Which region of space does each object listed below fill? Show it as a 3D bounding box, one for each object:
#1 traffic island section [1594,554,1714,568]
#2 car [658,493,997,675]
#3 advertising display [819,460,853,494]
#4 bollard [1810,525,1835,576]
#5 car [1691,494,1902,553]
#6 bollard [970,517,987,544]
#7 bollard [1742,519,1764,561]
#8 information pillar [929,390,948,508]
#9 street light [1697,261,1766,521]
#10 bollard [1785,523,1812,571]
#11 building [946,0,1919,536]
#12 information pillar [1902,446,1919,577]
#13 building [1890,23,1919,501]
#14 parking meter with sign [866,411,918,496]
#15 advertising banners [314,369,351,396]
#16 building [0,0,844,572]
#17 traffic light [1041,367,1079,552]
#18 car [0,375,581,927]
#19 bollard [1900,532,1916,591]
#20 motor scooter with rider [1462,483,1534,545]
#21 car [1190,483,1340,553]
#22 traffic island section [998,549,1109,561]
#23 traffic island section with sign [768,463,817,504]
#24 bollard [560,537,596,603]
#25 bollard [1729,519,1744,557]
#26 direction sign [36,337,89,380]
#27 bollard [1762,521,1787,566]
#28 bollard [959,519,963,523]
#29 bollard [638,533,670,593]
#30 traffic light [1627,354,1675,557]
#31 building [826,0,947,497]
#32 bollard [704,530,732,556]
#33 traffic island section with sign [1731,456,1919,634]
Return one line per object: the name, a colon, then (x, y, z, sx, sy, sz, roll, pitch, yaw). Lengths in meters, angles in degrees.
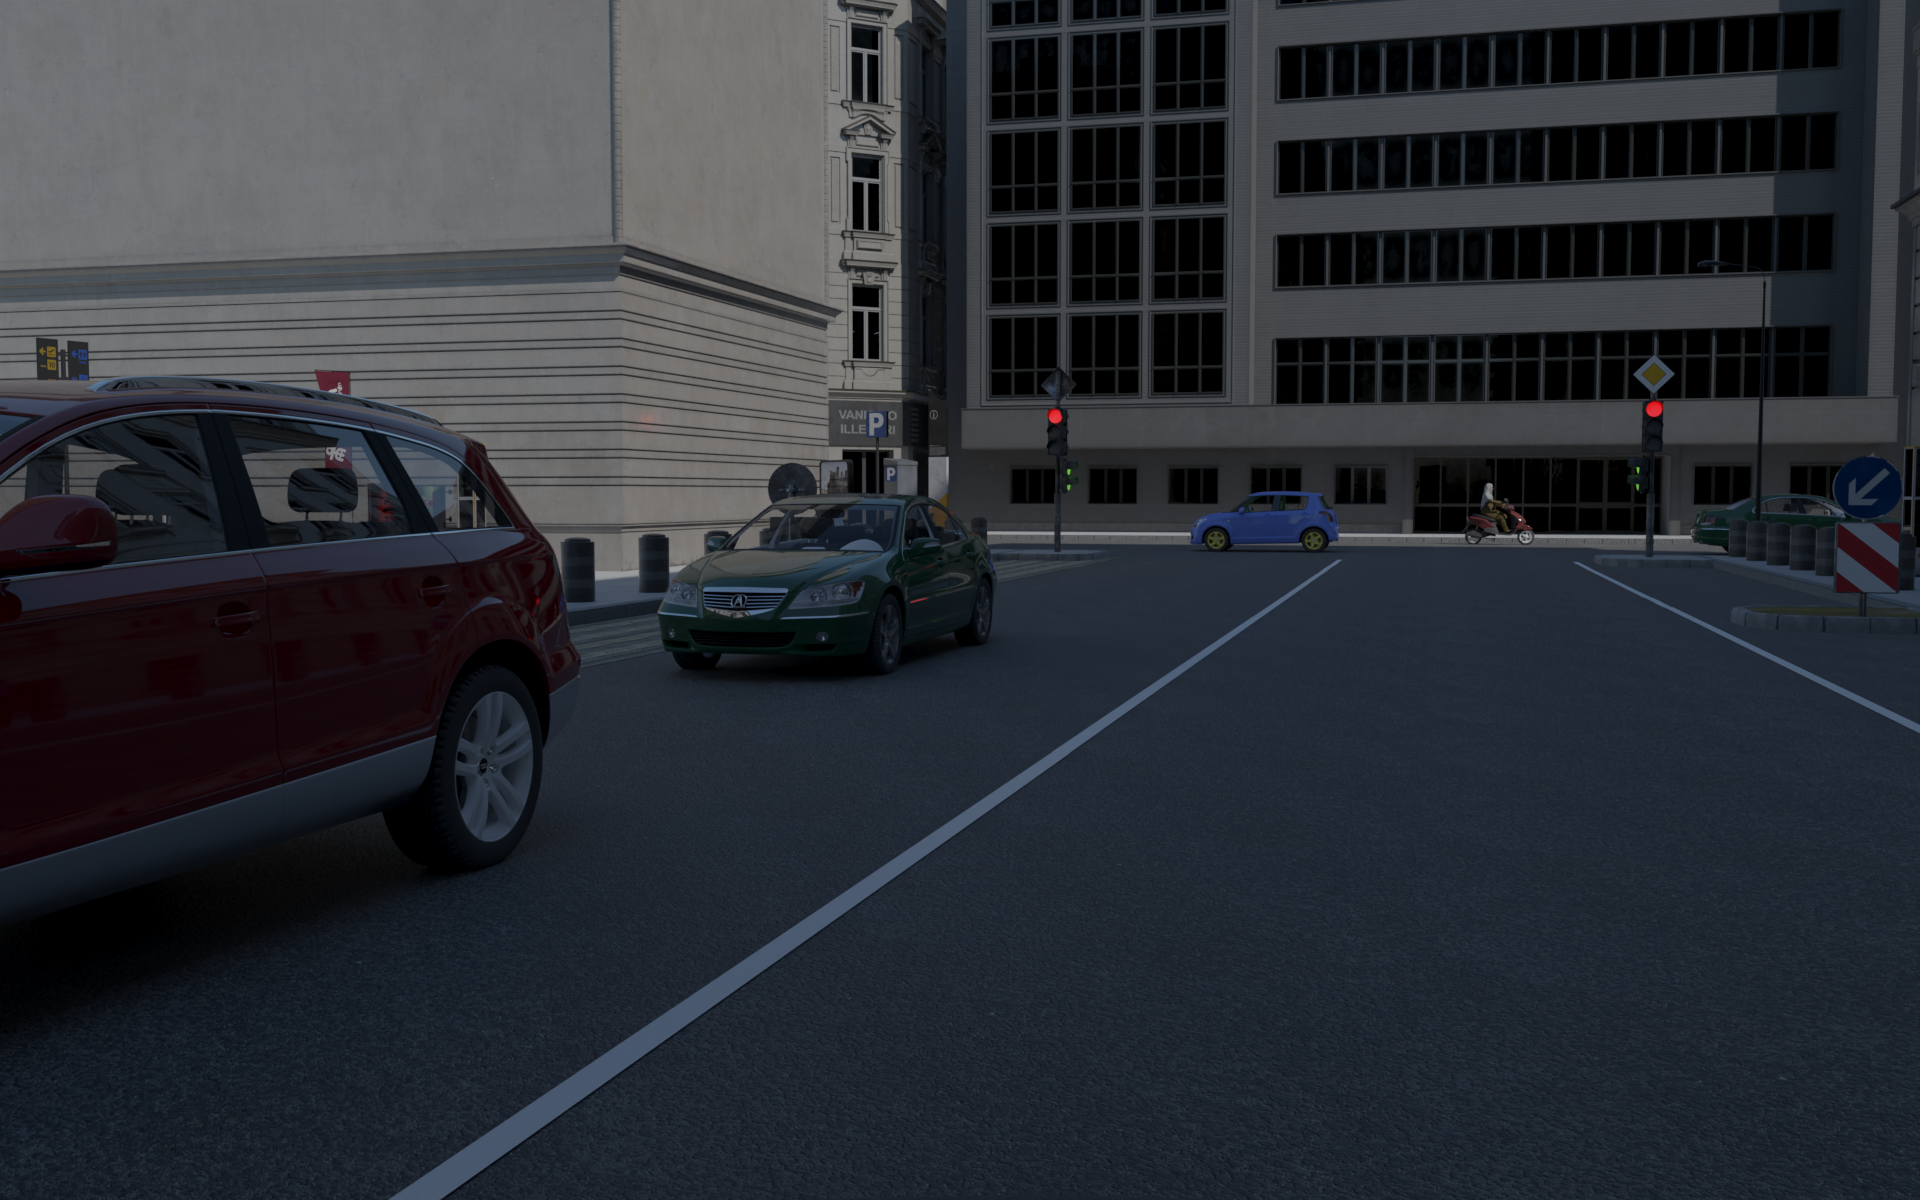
traffic island section: (13.991, -0.784, 35.103, 2.009, 0.180, 2.903, 1, 4, 15)
car: (-1.009, -0.220, 15.401, 2.131, 1.459, 4.920, 1, 4, 16)
advertising display: (-2.339, -1.684, 32.741, 0.123, 1.923, 0.974, -3, 4, -38)
bollard: (13.668, -0.764, 27.206, 0.404, 0.777, 0.398, 0, 3, 0)
car: (19.717, -1.749, 40.394, 4.920, 1.459, 2.131, 1, 4, 16)
bollard: (0.415, -1.470, 38.756, 0.404, 0.777, 0.398, 0, 3, 0)
bollard: (15.329, -1.135, 33.267, 0.404, 0.777, 0.398, 0, 3, 0)
information pillar: (-0.494, -2.906, 38.862, 0.504, 3.616, 0.183, 2, 4, 31)
street light: (15.362, -3.789, 34.483, 1.470, 5.913, 1.316, 1, 4, 15)
bollard: (14.226, -0.887, 29.221, 0.404, 0.777, 0.398, 0, 3, 0)
building: (15.361, -14.751, 60.248, 30.058, 24.678, 14.314, 1, 4, 15)
information pillar: (14.799, -1.364, 26.788, 0.304, 2.012, 0.304, 0, 4, 0)
building: (20.857, -11.183, 16.128, 16.112, 22.955, 30.059, 1, 4, 15)
parking meter with sign: (-1.246, -2.502, 37.176, 0.543, 3.016, 1.738, 3, 4, 37)
advertising banners: (-8.341, -1.771, 25.140, 0.090, 3.025, 2.074, 3, 5, 44)
building: (-13.679, -12.180, 35.301, 21.152, 22.565, 11.583, 1, 4, 15)
traffic light: (2.173, -3.014, 38.204, 0.839, 4.253, 0.868, 1, 4, 15)
car: (-3.132, 0.197, 5.449, 2.281, 1.827, 5.304, 1, 4, 15)
bollard: (12.564, -0.518, 23.185, 0.404, 0.777, 0.398, 0, 3, 0)
motor scooter with rider: (15.219, -2.448, 48.987, 1.986, 1.779, 0.876, 1, 4, 15)
car: (7.618, -2.066, 43.364, 3.694, 1.707, 1.945, 1, 4, 15)
traffic island section: (2.137, -0.983, 38.349, 2.009, 0.180, 2.903, 1, 4, 15)
traffic island section with sign: (-2.217, -0.768, 21.184, 1.989, 1.847, 2.006, 1, 4, 15)
bollard: (-4.550, -0.362, 20.633, 0.404, 0.777, 0.398, 0, 3, 0)
bollard: (15.889, -1.258, 35.284, 0.404, 0.777, 0.398, 0, 3, 0)
direction sign: (-13.167, -2.050, 25.515, 0.379, 3.537, 0.876, 1, 4, 22)
bollard: (14.775, -1.010, 31.232, 0.404, 0.777, 0.398, 0, 3, 0)
bollard: (-0.130, -1.347, 36.739, 0.404, 0.777, 0.398, 0, 3, 0)
bollard: (-4.000, -0.485, 22.644, 0.404, 0.777, 0.398, 0, 3, 0)
traffic light: (13.955, -2.818, 34.999, 0.839, 4.253, 0.868, 1, 4, 15)
building: (-20.957, -17.998, 70.680, 44.131, 29.872, 17.030, 1, 4, 15)
bollard: (-3.444, -0.609, 24.666, 0.404, 0.777, 0.398, 0, 3, 0)
traffic island section with sign: (9.523, -0.620, 18.769, 1.989, 1.847, 2.006, 1, 4, 15)
